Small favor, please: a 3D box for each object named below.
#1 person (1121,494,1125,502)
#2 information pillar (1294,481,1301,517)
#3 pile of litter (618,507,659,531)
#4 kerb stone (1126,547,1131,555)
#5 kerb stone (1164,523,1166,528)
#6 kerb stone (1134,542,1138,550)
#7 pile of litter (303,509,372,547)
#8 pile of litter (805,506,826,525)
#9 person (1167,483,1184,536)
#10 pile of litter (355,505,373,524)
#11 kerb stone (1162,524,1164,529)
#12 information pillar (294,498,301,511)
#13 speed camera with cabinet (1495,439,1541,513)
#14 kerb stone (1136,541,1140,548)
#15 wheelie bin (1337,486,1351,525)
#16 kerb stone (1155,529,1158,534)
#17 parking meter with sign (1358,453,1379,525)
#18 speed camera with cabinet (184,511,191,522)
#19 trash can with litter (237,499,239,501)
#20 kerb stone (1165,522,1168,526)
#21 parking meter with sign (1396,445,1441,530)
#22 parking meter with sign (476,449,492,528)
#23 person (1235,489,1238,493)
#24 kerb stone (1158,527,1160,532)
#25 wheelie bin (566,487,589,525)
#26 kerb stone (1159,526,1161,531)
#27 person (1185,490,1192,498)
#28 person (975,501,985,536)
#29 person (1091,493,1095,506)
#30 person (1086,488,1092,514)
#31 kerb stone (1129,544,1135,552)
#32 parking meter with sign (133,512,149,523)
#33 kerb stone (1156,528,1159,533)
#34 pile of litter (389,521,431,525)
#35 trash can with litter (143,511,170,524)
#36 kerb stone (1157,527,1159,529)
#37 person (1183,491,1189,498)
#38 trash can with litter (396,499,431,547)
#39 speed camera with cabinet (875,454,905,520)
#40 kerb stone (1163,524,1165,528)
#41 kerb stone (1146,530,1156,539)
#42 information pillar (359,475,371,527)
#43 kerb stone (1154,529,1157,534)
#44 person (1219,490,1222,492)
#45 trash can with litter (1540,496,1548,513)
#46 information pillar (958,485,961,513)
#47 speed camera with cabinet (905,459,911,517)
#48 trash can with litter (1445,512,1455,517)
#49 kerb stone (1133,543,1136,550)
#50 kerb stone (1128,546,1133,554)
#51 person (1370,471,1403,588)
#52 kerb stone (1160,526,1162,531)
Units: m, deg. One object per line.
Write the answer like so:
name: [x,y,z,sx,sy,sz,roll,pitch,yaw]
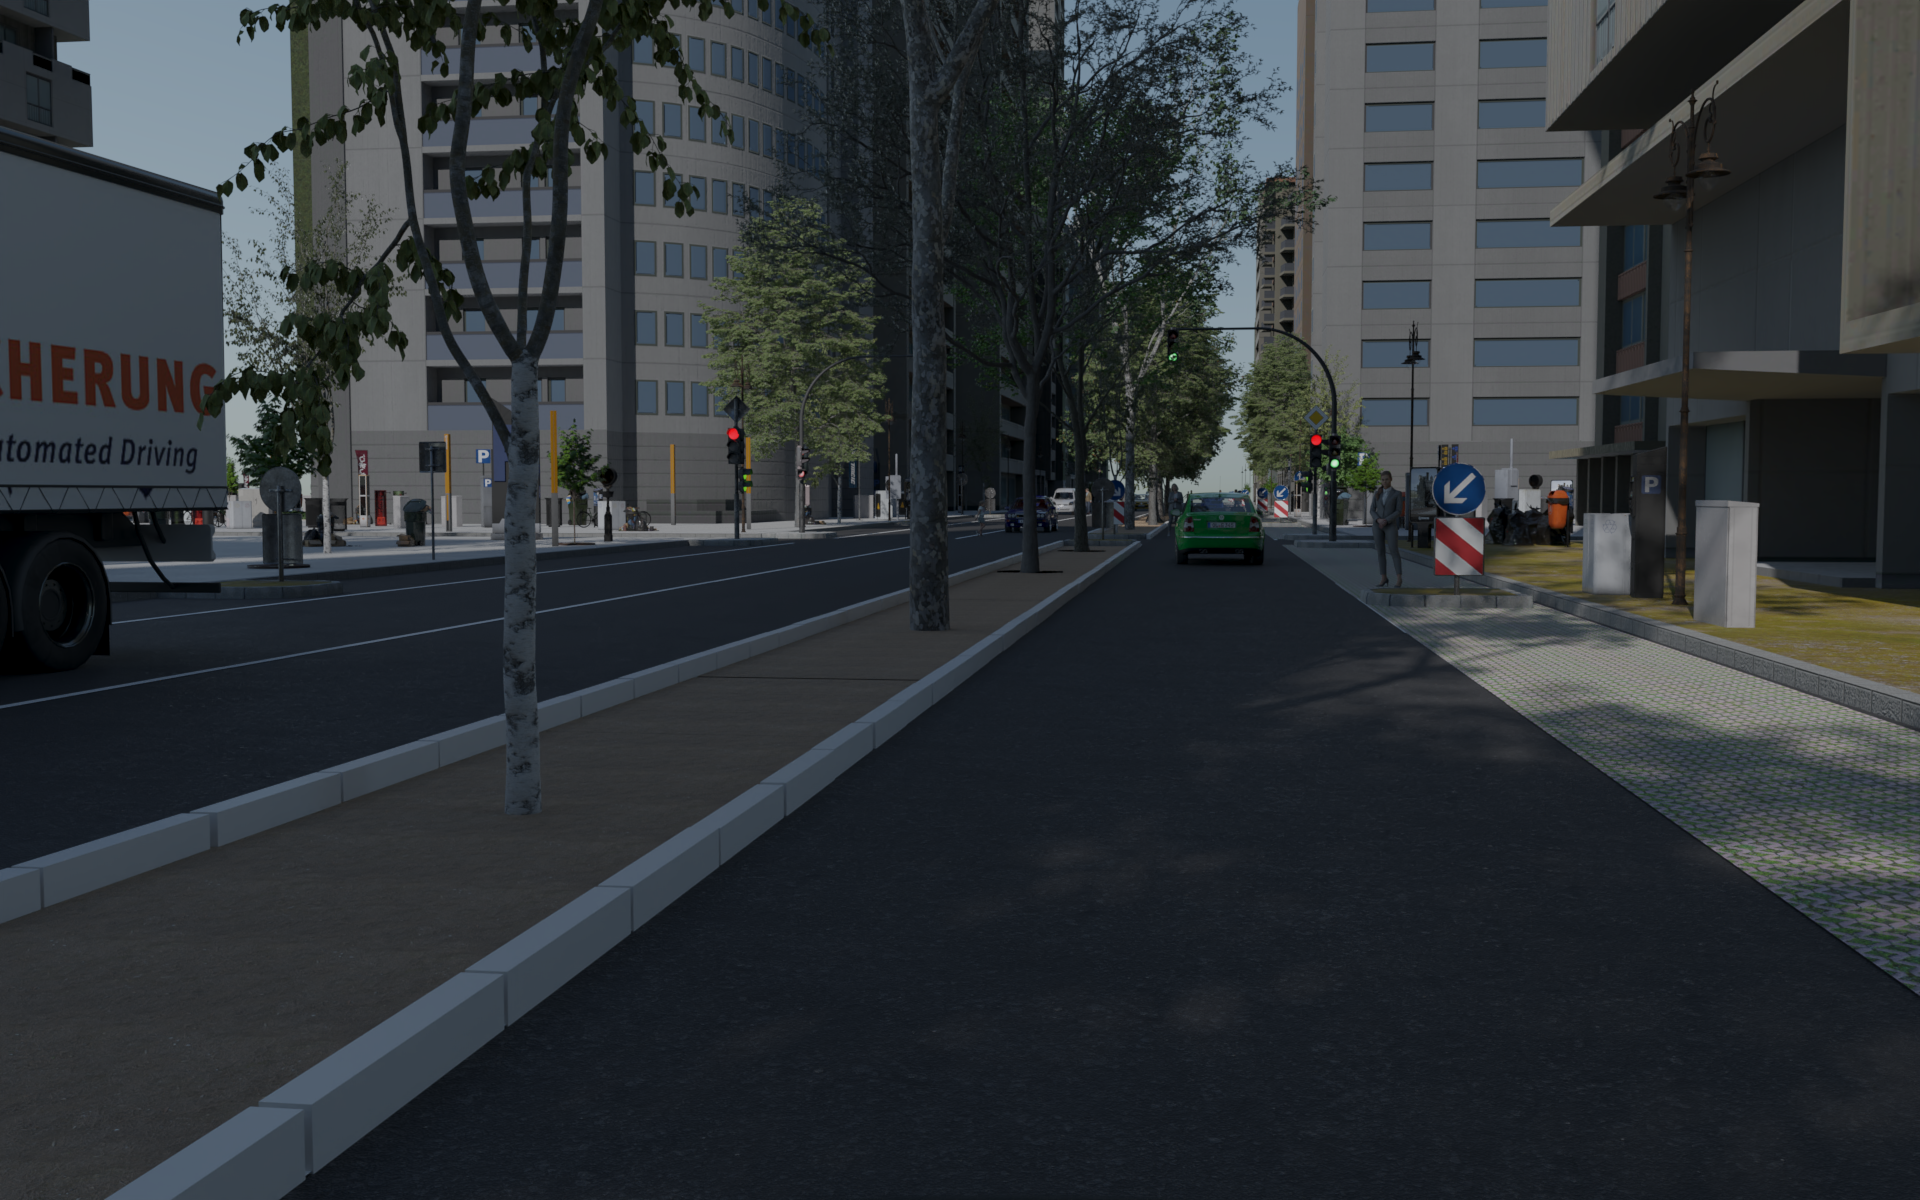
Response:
person: [9.686,-5.732,102.028,0.655,1.846,0.447,-2,4,-32]
information pillar: [18.661,-5.578,95.698,0.304,2.012,0.304,-1,4,-15]
pile of litter: [-11.262,-2.813,59.961,1.719,0.858,1.176,2,4,31]
kerb stone: [3.773,-1.068,39.658,0.120,0.150,1.000,1,4,8]
kerb stone: [8.237,-2.961,70.607,0.120,0.150,1.000,1,4,8]
kerb stone: [4.359,-1.317,43.730,0.120,0.150,1.000,1,4,8]
pile of litter: [-15.573,-1.739,42.395,1.719,0.858,1.176,1,4,15]
pile of litter: [-6.238,-3.594,72.720,1.176,0.858,1.719,-1,4,-17]
person: [7.339,-3.073,58.925,0.537,1.800,0.526,1,4,16]
pile of litter: [-25.454,-3.606,72.917,1.176,0.858,1.719,3,4,39]
kerb stone: [7.791,-2.773,67.554,0.120,0.150,1.000,1,4,8]
information pillar: [-38.942,-5.947,101.733,0.304,2.012,0.304,-3,5,-43]
speed camera with cabinet: [20.121,-4.167,62.462,2.038,3.252,0.660,-3,4,-38]
kerb stone: [4.510,-1.379,44.741,0.120,0.150,1.000,1,4,8]
wheelie bin: [15.611,-3.871,71.203,0.980,1.594,0.693,3,4,36]
kerb stone: [6.623,-2.278,59.445,0.120,0.150,1.000,1,4,8]
parking meter with sign: [17.452,-4.719,73.412,0.543,3.016,1.738,3,4,37]
speed camera with cabinet: [-35.703,-5.296,80.926,0.660,3.252,2.038,0,4,1]
trash can with litter: [-36.111,-4.612,86.791,0.624,1.170,1.055,1,4,21]
kerb stone: [8.532,-3.085,72.629,0.120,0.150,1.000,1,4,8]
parking meter with sign: [16.197,-4.002,61.689,1.738,3.016,0.543,1,4,12]
parking meter with sign: [-18.228,-4.305,66.652,0.543,3.016,1.738,-1,4,-22]
person: [20.392,-7.266,127.568,0.850,1.792,0.678,-1,4,-10]
kerb stone: [7.059,-2.464,62.483,0.120,0.150,1.000,1,4,8]
wheelie bin: [-15.622,-3.857,70.963,0.693,1.594,0.980,3,5,44]
kerb stone: [7.204,-2.526,63.494,0.120,0.150,1.000,1,4,8]
person: [22.935,-9.990,171.806,1.348,1.831,0.705,1,4,22]
person: [0.674,-2.776,58.906,0.382,1.210,0.505,0,4,-4]
person: [15.573,-11.921,203.043,1.348,1.869,0.705,1,4,10]
person: [9.231,-7.120,124.826,0.656,1.842,0.836,2,4,26]
kerb stone: [4.067,-1.192,41.691,0.120,0.150,1.000,1,4,8]
parking meter with sign: [-35.968,-4.929,76.845,0.543,3.016,1.738,1,4,16]
kerb stone: [6.775,-2.340,60.456,0.120,0.150,1.000,1,4,8]
pile of litter: [-23.089,-3.579,72.484,1.719,0.858,1.176,0,4,-5]
trash can with litter: [-21.572,-2.164,46.762,0.624,1.170,1.055,0,4,-3]
kerb stone: [6.916,-2.401,61.469,0.120,0.150,1.000,1,4,8]
person: [24.139,-10.660,183.316,1.217,1.766,0.721,1,4,20]
trash can with litter: [-13.397,-1.901,42.462,0.624,1.170,1.055,0,4,5]
speed camera with cabinet: [-3.590,-5.607,86.013,0.660,3.252,2.038,-2,4,-25]
kerb stone: [7.949,-2.836,68.567,0.120,0.150,1.000,1,4,8]
kerb stone: [6.326,-2.151,57.411,0.120,0.150,1.000,1,4,8]
information pillar: [-22.914,-3.803,66.669,0.304,2.012,0.304,0,4,7]
kerb stone: [6.477,-2.216,58.429,0.120,0.150,1.000,1,4,8]
person: [23.912,-9.204,159.004,0.705,1.821,1.348,0,4,-4]
trash can with litter: [26.909,-4.274,80.937,2.233,1.210,1.678,3,4,38]
information pillar: [0.034,-6.880,116.980,0.304,2.012,0.304,1,4,12]
speed camera with cabinet: [-3.059,-6.254,96.584,0.660,3.252,2.038,3,4,38]
trash can with litter: [17.164,-2.997,60.382,0.624,1.170,1.055,2,4,31]
kerb stone: [4.209,-1.255,42.713,0.120,0.150,1.000,1,4,8]
kerb stone: [3.918,-1.130,40.674,0.120,0.150,1.000,1,4,8]
person: [6.525,-1.086,26.528,0.520,1.790,0.573,1,4,17]
kerb stone: [7.358,-2.588,64.511,0.120,0.150,1.000,1,4,8]
